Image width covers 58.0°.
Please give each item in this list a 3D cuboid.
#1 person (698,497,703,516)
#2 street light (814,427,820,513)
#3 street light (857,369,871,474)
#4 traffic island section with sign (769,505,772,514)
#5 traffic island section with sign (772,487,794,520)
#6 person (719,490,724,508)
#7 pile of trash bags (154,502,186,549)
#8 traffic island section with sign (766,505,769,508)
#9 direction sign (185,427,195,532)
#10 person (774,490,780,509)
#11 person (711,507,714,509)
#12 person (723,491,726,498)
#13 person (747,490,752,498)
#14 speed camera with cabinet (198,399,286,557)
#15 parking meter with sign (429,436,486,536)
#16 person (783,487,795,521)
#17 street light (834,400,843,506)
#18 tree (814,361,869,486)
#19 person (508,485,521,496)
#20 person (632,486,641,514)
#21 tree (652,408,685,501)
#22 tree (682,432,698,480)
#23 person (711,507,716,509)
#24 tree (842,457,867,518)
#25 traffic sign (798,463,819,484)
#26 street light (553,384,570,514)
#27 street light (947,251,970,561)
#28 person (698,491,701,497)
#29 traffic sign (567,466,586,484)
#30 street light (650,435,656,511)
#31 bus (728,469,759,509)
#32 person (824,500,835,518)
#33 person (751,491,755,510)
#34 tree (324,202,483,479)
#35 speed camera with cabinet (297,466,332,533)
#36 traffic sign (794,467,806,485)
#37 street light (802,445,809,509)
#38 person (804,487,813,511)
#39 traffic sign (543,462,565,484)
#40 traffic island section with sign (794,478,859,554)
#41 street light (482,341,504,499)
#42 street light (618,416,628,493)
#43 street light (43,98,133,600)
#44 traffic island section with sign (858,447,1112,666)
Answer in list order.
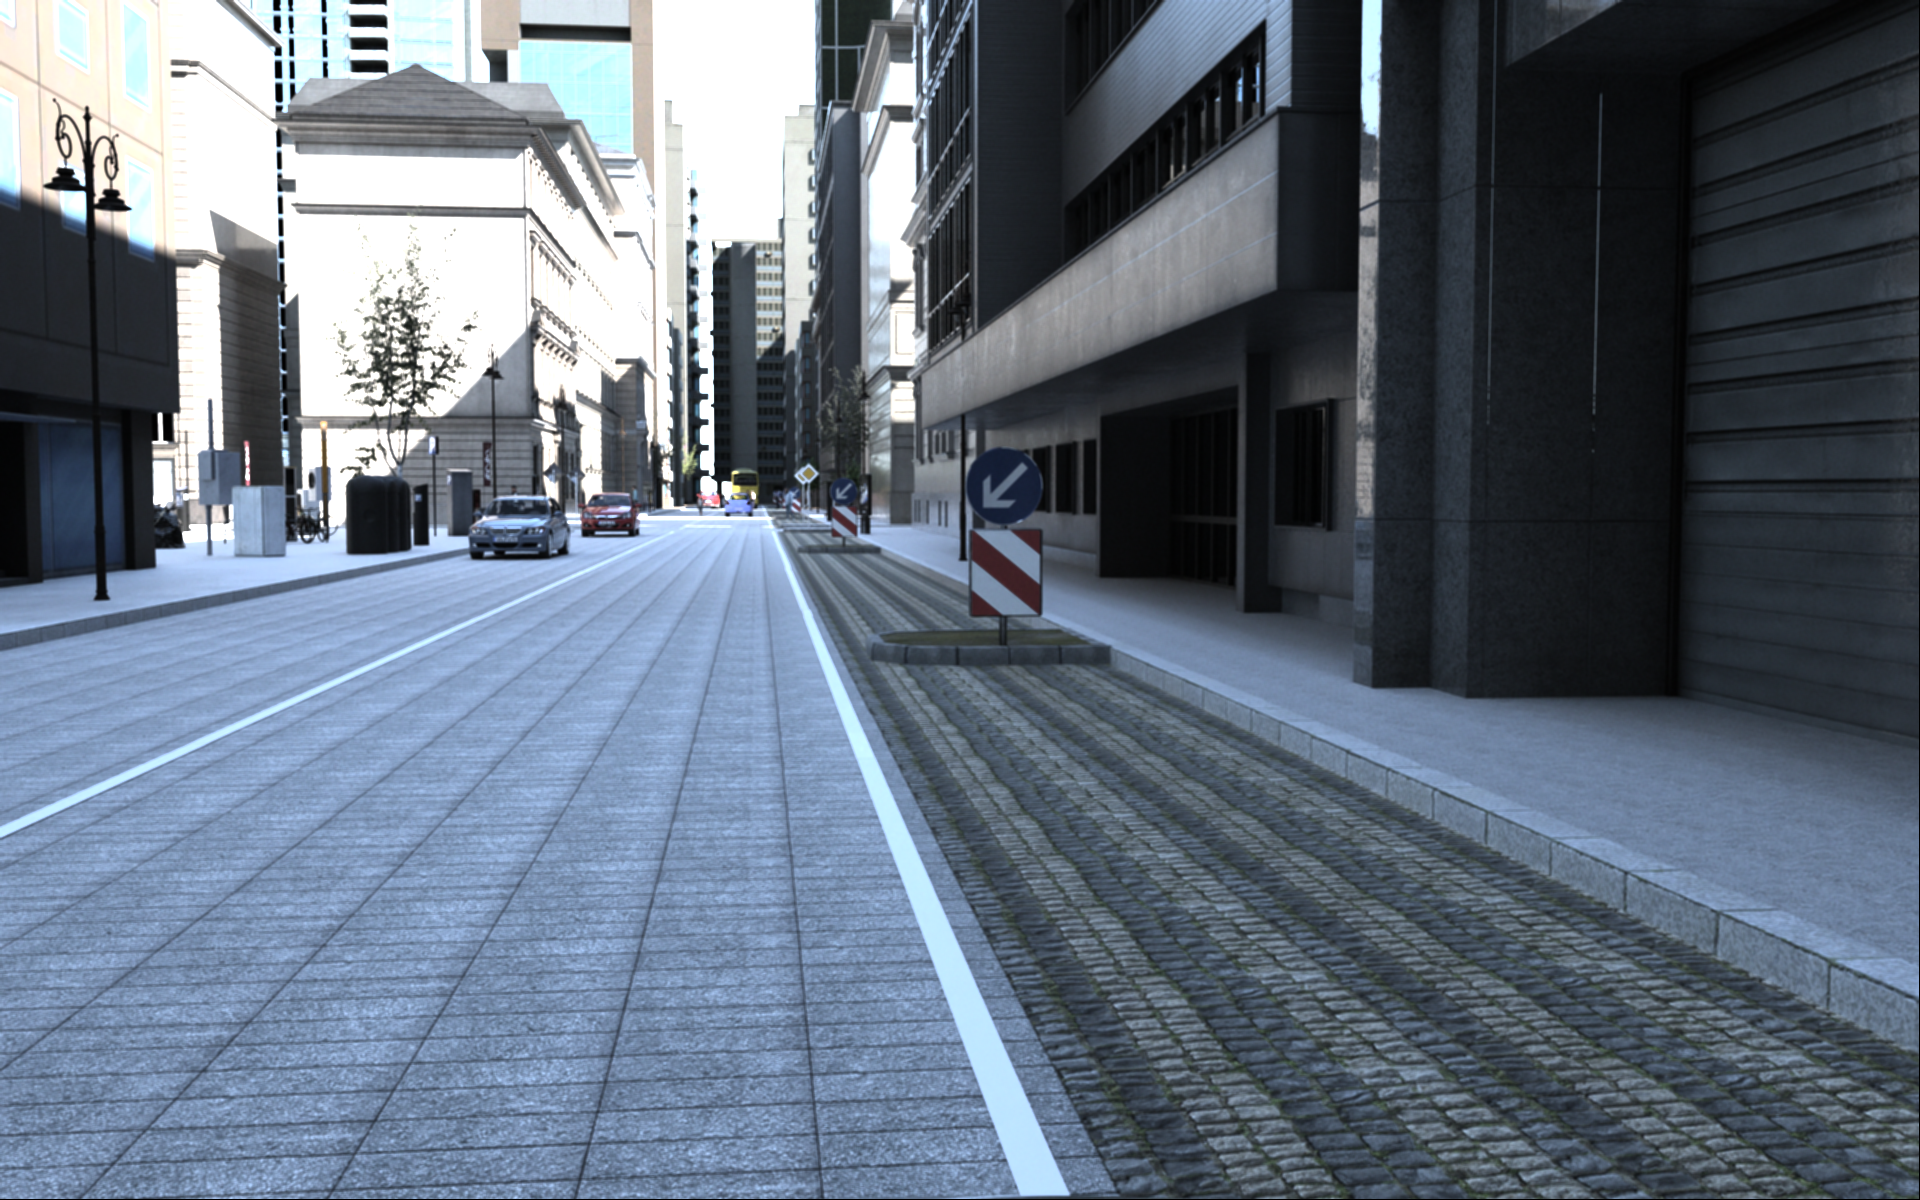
[{"bbox_3d":[-16.934,-6.104,112.979,0.332,1.250,0.352,2,4,27],"label":"person"},{"bbox_3d":[-9.592,-8.806,116.771,0.468,5.910,1.993,0,4,-7],"label":"street light"},{"bbox_3d":[-3.579,-5.607,64.465,0.468,5.910,1.993,0,4,-7],"label":"street light"},{"bbox_3d":[-12.541,-7.073,124.271,1.989,1.847,2.006,0,4,-7],"label":"traffic island section with sign"},{"bbox_3d":[-9.392,-5.424,97.318,1.989,1.847,2.006,0,4,-7],"label":"traffic island section with sign"},{"bbox_3d":[-24.199,-10.183,175.006,0.705,1.822,1.348,2,4,24],"label":"person"},{"bbox_3d":[-20.171,-1.902,40.851,3.447,1.369,1.912,-2,4,-24],"label":"pile of trash bags"},{"bbox_3d":[-18.332,-10.112,173.956,1.989,1.847,2.006,0,4,-7],"label":"traffic island section with sign"},{"bbox_3d":[-26.344,-4.102,59.059,0.379,3.537,0.876,-2,4,-24],"label":"direction sign"},{"bbox_3d":[-17.573,-9.623,165.711,0.599,1.838,0.709,1,4,12],"label":"person"},{"bbox_3d":[-24.029,-9.784,168.434,0.705,1.831,1.348,1,4,11],"label":"person"},{"bbox_3d":[-26.640,-11.445,196.342,0.721,1.736,1.217,0,4,4],"label":"person"},{"bbox_3d":[-18.128,-8.580,149.317,0.750,1.759,0.617,1,4,10],"label":"person"},{"bbox_3d":[-14.892,-2.542,35.893,2.038,3.252,0.660,2,4,30],"label":"speed camera with cabinet"},{"bbox_3d":[-15.283,-3.469,52.978,1.738,3.016,0.543,-3,5,-40],"label":"parking meter with sign"},{"bbox_3d":[-9.161,-5.145,92.879,0.793,1.790,0.793,0,4,7],"label":"person"},{"bbox_3d":[-6.006,-6.909,85.746,0.468,5.910,1.993,0,4,-7],"label":"street light"},{"bbox_3d":[-6.165,-8.942,96.569,4.360,8.622,3.978,0,3,0],"label":"tree"},{"bbox_3d":[-16.965,-3.498,66.047,0.623,1.781,0.721,-3,5,-43],"label":"person"},{"bbox_3d":[-20.831,-6.444,111.421,0.620,1.820,0.660,0,4,-8],"label":"person"},{"bbox_3d":[-25.296,-11.829,143.766,4.360,8.622,3.978,0,3,0],"label":"tree"},{"bbox_3d":[-32.006,-15.096,197.182,4.737,8.622,4.395,0,3,0],"label":"tree"},{"bbox_3d":[-23.706,-9.588,166.063,0.445,1.727,0.742,2,4,27],"label":"person"},{"bbox_3d":[-5.698,-5.922,91.433,1.663,3.219,1.824,0,3,0],"label":"tree"},{"bbox_3d":[-5.639,-3.833,64.867,0.795,2.593,0.064,0,4,-7],"label":"traffic sign"},{"bbox_3d":[-16.470,-6.059,71.846,0.468,5.910,1.993,0,4,-7],"label":"street light"},{"bbox_3d":[0.059,-3.694,33.180,0.468,5.910,1.993,0,4,-7],"label":"street light"},{"bbox_3d":[-28.586,-11.114,190.927,0.721,1.735,1.217,1,4,12],"label":"person"},{"bbox_3d":[-15.898,-4.253,71.734,0.795,2.593,0.064,0,4,-7],"label":"traffic sign"},{"bbox_3d":[-23.530,-9.794,132.917,0.468,5.910,1.993,0,4,-7],"label":"street light"},{"bbox_3d":[-20.852,-10.739,167.123,2.896,3.916,12.252,-1,4,-8],"label":"bus"},{"bbox_3d":[-6.630,-5.064,88.722,0.818,1.842,0.514,-2,4,-24],"label":"person"},{"bbox_3d":[-19.030,-9.132,158.753,0.436,1.711,0.756,1,4,8],"label":"person"},{"bbox_3d":[-14.402,-5.753,44.420,4.360,8.622,3.978,0,3,0],"label":"tree"},{"bbox_3d":[-21.664,-3.887,57.893,0.660,3.252,2.038,-3,5,-41],"label":"speed camera with cabinet"},{"bbox_3d":[-6.564,-4.319,72.799,0.795,2.593,0.064,0,4,-7],"label":"traffic sign"},{"bbox_3d":[-13.168,-10.674,147.301,0.468,5.910,1.993,0,4,-7],"label":"street light"},{"bbox_3d":[-11.792,-7.841,134.115,0.818,1.842,0.514,0,4,3],"label":"person"},{"bbox_3d":[-14.972,-3.768,63.803,0.795,2.593,0.064,0,4,-7],"label":"traffic sign"},{"bbox_3d":[-2.986,-2.068,42.434,1.989,1.847,2.006,0,4,-7],"label":"traffic island section with sign"},{"bbox_3d":[-14.078,-4.864,52.311,0.468,5.910,1.993,0,4,-7],"label":"street light"},{"bbox_3d":[-19.920,-7.927,102.391,0.468,5.910,1.993,0,4,-7],"label":"street light"},{"bbox_3d":[-10.394,-2.937,20.801,0.468,5.910,1.993,0,4,-7],"label":"street light"},{"bbox_3d":[0.180,-0.410,15.327,1.989,1.847,2.006,0,4,-7],"label":"traffic island section with sign"}]
